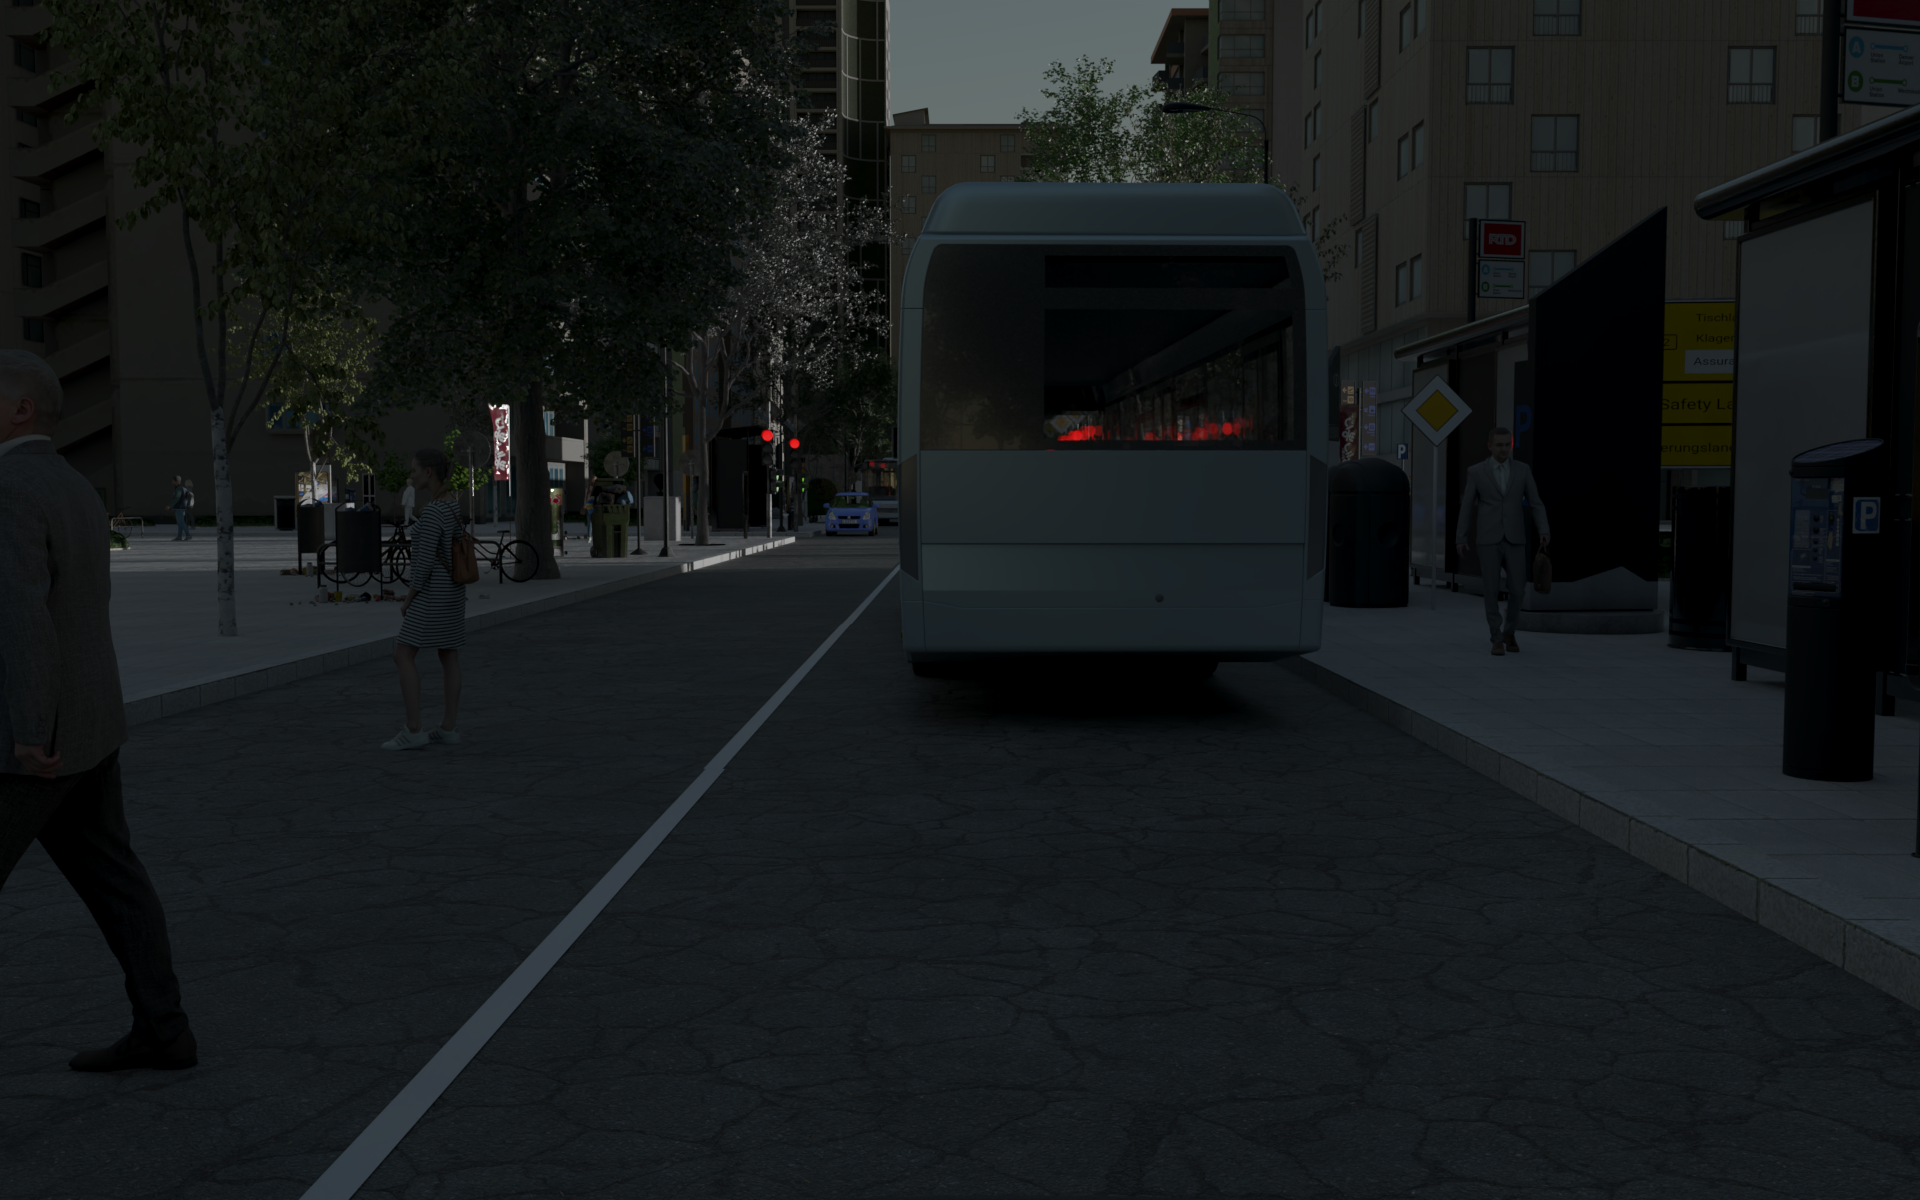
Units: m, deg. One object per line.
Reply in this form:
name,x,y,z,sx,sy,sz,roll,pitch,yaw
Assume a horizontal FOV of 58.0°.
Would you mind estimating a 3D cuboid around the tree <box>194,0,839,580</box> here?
tree,-6.403,-7.281,25.701,9.857,13.997,8.962,0,3,0

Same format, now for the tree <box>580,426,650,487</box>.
tree,-16.575,-6.097,83.396,4.285,4.588,4.351,0,3,0

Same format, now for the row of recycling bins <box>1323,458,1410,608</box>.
row of recycling bins,4.887,-0.855,21.087,1.069,1.692,3.534,1,4,11

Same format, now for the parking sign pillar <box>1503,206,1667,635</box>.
parking sign pillar,5.932,-1.707,16.381,1.447,3.967,1.447,-1,4,-9

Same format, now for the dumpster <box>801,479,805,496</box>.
dumpster,-9.561,-6.419,107.442,1.502,2.255,1.985,0,4,0

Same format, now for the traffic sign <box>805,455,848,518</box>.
traffic sign,-6.994,-5.930,90.834,2.265,3.308,0.079,0,4,4

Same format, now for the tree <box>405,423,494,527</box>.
tree,-13.731,-3.209,47.073,1.663,3.219,1.824,0,3,0

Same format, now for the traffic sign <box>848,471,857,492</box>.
traffic sign,-5.953,-5.758,94.254,0.768,2.556,0.104,0,4,1

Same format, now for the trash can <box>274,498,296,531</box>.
trash can,-23.514,-2.982,60.413,0.748,1.137,0.748,0,3,0

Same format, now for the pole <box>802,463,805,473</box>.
pole,-10.196,-7.286,112.963,0.158,3.312,0.155,0,3,0

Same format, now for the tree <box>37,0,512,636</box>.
tree,-6.412,-3.974,15.336,4.737,8.622,4.395,0,3,0

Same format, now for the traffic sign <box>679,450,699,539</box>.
traffic sign,-7.711,-3.039,49.799,0.768,2.556,0.104,0,4,4

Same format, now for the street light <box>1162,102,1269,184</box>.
street light,3.089,-2.944,20.682,1.470,5.913,1.316,0,4,0

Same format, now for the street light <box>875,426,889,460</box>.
street light,-5.226,-8.910,118.226,1.470,5.913,1.316,0,4,0

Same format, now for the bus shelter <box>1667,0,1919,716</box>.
bus shelter,6.115,-2.000,10.338,2.179,5.291,8.768,0,3,0

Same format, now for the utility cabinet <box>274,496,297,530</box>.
utility cabinet,-23.814,-3.077,61.469,1.020,1.237,0.306,1,4,18

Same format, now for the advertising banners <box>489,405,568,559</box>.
advertising banners,-8.613,-2.347,34.560,0.090,3.025,2.074,2,4,31

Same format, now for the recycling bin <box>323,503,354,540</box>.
recycling bin,-17.335,-2.183,48.248,0.722,1.027,0.722,0,4,-1

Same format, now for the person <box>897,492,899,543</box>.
person,-1.588,-2.548,49.967,0.447,1.846,0.655,0,4,-2

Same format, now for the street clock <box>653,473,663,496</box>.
street clock,-10.497,-3.435,60.738,0.471,2.002,0.358,-1,4,-15

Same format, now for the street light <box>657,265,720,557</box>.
street light,-5.460,-3.834,35.232,1.470,5.913,1.316,0,4,0

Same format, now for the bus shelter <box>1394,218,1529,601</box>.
bus shelter,7.221,-2.771,22.946,2.179,5.291,8.768,0,3,0

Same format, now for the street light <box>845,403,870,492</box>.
street light,-5.308,-7.085,88.378,1.470,5.913,1.316,0,4,0

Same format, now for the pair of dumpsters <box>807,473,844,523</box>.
pair of dumpsters,-6.118,-4.606,77.809,1.574,2.255,4.437,0,4,0

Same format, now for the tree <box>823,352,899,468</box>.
tree,-6.834,-12.228,125.690,9.928,11.665,9.643,0,3,0

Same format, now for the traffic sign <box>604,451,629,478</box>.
traffic sign,-10.153,-3.122,51.148,0.768,2.556,0.104,0,4,7

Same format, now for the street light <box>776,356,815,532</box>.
street light,-5.515,-5.259,58.531,1.470,5.913,1.316,0,4,0

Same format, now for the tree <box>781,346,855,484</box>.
tree,-7.098,-8.189,84.252,4.360,8.622,3.978,0,3,0

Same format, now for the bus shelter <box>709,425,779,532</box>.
bus shelter,-7.675,-4.320,61.911,1.731,3.624,6.357,0,4,0

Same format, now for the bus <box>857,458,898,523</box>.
bus,-2.987,-5.379,82.802,2.948,3.499,13.247,0,4,1

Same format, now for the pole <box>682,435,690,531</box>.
pole,-9.481,-4.042,59.923,0.158,3.312,0.155,0,3,0

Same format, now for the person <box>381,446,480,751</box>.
person,-2.993,-0.023,9.882,0.522,1.701,0.512,0,4,-1

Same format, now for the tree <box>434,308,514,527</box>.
tree,-18.322,-7.144,67.168,4.360,8.622,3.978,0,3,0

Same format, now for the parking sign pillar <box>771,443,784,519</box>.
parking sign pillar,-9.760,-6.134,88.755,1.447,3.967,1.447,-2,4,-29

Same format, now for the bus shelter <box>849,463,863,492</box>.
bus shelter,-6.156,-7.382,114.620,2.014,3.302,5.546,0,4,0

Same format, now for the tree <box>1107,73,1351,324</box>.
tree,4.453,-4.916,30.734,4.360,8.622,3.978,0,3,0

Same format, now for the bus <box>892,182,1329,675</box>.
bus,0.739,-1.346,16.873,2.948,3.499,13.247,0,4,-2

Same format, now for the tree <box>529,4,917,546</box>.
tree,-6.290,-8.101,42.819,12.009,13.543,11.850,0,3,0

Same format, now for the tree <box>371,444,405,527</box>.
tree,-21.993,-4.425,66.944,1.663,3.219,1.824,0,3,0

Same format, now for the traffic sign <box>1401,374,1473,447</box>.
traffic sign,5.264,-1.184,19.093,0.795,2.593,0.064,0,4,1

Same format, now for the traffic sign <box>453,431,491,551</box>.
traffic sign,-9.849,-2.130,34.930,0.768,2.556,0.104,0,4,0

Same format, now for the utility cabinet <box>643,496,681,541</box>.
utility cabinet,-8.228,-2.243,47.841,1.020,1.237,0.306,1,4,20

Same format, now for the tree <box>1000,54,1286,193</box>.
tree,4.257,-7.086,41.611,9.928,11.665,9.643,0,3,0

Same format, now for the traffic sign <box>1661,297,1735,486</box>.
traffic sign,7.860,-1.479,18.056,2.265,3.308,0.079,0,4,6

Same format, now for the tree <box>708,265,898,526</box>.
tree,-6.360,-8.280,69.789,8.767,10.594,7.601,1,4,10

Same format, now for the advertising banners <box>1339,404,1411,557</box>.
advertising banners,8.059,-2.266,33.229,0.090,3.025,2.074,-3,5,-40
